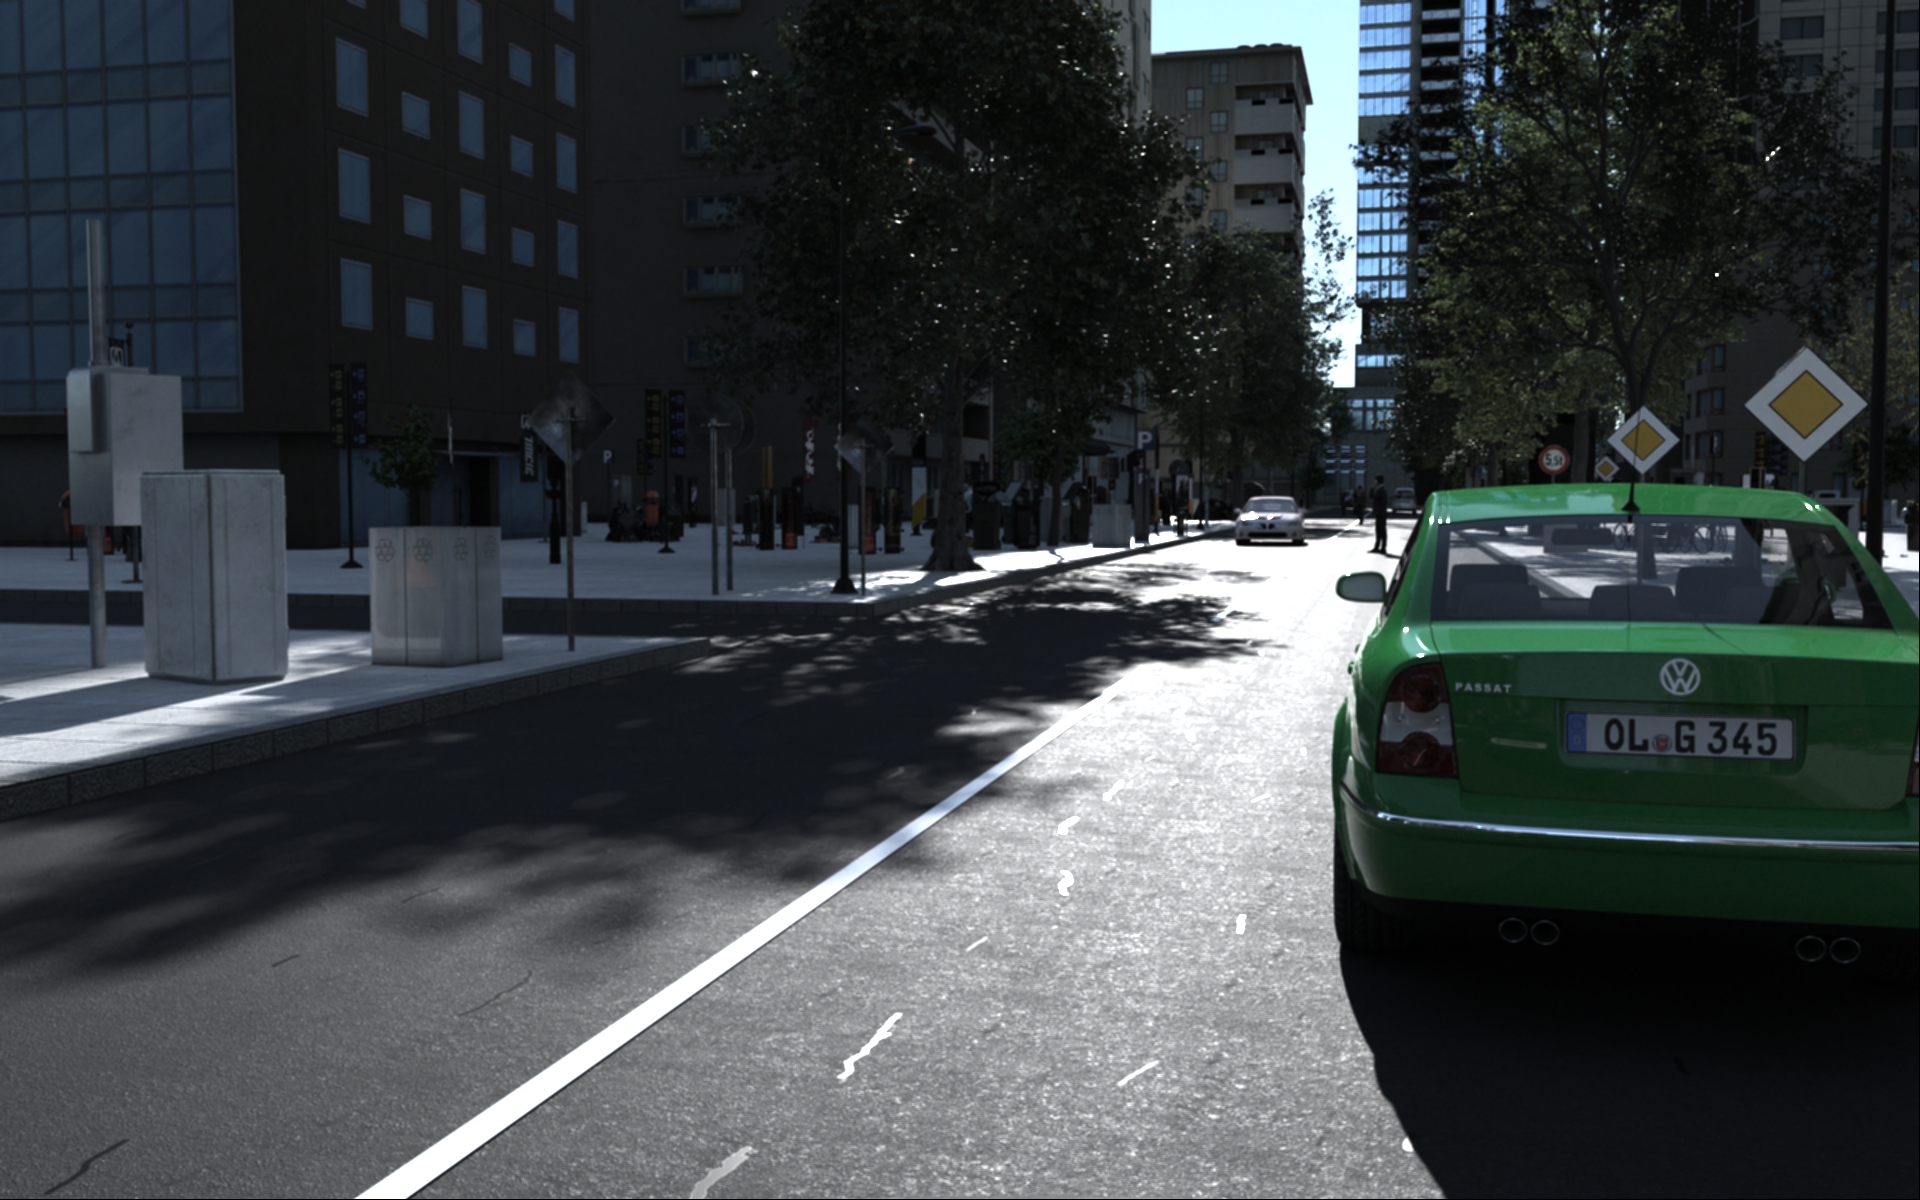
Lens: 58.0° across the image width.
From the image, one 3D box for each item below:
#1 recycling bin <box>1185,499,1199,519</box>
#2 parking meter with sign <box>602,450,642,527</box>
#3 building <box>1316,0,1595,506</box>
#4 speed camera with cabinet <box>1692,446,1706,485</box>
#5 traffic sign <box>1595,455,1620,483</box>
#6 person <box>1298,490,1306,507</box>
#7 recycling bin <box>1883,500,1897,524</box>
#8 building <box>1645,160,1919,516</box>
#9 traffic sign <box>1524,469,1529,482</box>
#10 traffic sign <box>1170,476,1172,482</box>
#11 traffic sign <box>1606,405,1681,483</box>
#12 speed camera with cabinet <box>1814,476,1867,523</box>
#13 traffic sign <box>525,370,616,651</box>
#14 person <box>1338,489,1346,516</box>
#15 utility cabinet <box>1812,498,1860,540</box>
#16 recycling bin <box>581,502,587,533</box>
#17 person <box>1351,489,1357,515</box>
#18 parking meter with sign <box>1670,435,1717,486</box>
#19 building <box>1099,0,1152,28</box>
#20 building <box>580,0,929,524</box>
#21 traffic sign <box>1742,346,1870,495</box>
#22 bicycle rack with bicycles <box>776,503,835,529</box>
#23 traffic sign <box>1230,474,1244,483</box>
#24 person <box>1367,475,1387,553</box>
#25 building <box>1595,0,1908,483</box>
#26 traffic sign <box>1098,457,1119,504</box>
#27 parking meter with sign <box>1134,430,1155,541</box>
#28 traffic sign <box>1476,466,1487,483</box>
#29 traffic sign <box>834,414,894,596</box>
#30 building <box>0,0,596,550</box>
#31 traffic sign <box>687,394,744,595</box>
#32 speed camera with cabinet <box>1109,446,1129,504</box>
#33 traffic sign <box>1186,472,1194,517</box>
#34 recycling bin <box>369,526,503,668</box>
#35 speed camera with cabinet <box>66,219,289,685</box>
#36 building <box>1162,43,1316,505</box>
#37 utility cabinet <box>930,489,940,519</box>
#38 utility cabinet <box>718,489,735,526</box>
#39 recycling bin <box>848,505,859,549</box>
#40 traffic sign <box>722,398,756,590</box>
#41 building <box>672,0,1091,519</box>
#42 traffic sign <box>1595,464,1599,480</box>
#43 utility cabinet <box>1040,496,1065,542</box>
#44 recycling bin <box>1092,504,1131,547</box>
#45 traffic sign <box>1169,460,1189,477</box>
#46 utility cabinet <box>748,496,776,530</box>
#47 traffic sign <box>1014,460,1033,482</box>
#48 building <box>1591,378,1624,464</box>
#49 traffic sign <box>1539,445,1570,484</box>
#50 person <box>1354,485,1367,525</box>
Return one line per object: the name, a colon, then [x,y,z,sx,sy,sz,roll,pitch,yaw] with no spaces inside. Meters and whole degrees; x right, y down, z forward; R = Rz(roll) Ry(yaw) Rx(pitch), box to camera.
recycling bin: [12.052,-4.760,90.384,0.722,1.027,0.722,3,5,41]
parking meter with sign: [-13.420,-4.449,68.999,0.543,3.016,1.738,2,4,32]
building: [56.735,-53.918,194.238,31.000,86.520,22.319,1,4,14]
speed camera with cabinet: [29.918,-4.651,70.379,0.660,3.252,2.038,2,4,27]
traffic sign: [19.195,-3.079,51.525,0.795,2.450,0.064,1,4,16]
person: [34.362,-10.130,174.214,0.705,1.812,1.348,-2,4,-28]
recycling bin: [40.031,-3.815,74.929,0.722,1.027,0.722,-3,5,-43]
building: [60.630,-16.304,111.604,27.650,21.520,28.899,1,4,14]
traffic sign: [28.572,-5.354,87.641,0.768,2.556,0.104,1,4,23]
traffic sign: [11.867,-5.796,94.868,0.768,2.556,0.104,1,4,22]
traffic sign: [7.693,-0.974,19.567,0.795,2.450,0.064,1,4,14]
speed camera with cabinet: [38.933,-5.029,76.563,2.038,3.252,0.660,1,4,18]
traffic sign: [-3.171,-0.639,14.084,0.795,2.450,0.064,1,4,14]
person: [24.868,-6.354,112.830,0.568,1.767,0.683,-1,4,-19]
utility cabinet: [14.227,-1.064,28.558,1.020,1.237,0.306,1,4,13]
recycling bin: [-12.779,-2.723,57.076,0.722,1.027,0.722,2,4,24]
person: [27.369,-6.758,119.507,1.217,1.766,0.721,-3,5,-41]
parking meter with sign: [21.589,-3.392,51.715,1.738,3.016,0.543,2,4,33]
building: [1.404,-34.117,147.046,27.495,52.752,28.713,1,4,14]
building: [-11.105,-28.213,84.988,21.300,48.544,21.600,1,4,14]
traffic sign: [5.740,-0.500,11.824,0.795,2.450,0.064,1,4,14]
bicycle rack with bicycles: [-6.385,-3.429,69.440,2.925,0.926,2.852,0,4,-4]
traffic sign: [14.521,-5.558,90.985,0.768,2.556,0.104,1,4,19]
person: [10.100,-2.081,41.887,0.474,1.900,0.648,1,4,12]
building: [62.373,-42.644,135.473,20.563,71.187,20.611,1,4,14]
traffic sign: [4.097,-2.796,47.850,0.606,2.300,0.079,1,4,20]
parking meter with sign: [5.072,-3.169,48.066,0.543,3.016,1.738,0,4,3]
traffic sign: [23.684,-4.779,78.241,0.768,2.556,0.104,1,4,16]
traffic sign: [-1.218,-1.112,21.827,0.795,2.450,0.064,1,4,14]
building: [-19.536,-24.245,46.510,14.600,45.320,14.200,1,4,14]
traffic sign: [-3.116,-1.338,21.981,0.768,2.556,0.104,1,4,15]
speed camera with cabinet: [6.602,-4.772,72.350,0.660,3.252,2.038,0,4,-4]
traffic sign: [11.728,-5.475,89.620,0.768,2.556,0.104,1,4,17]
recycling bin: [-3.984,-0.039,13.195,0.722,1.027,0.722,1,4,21]
speed camera with cabinet: [-5.595,-1.100,12.318,2.038,3.252,0.660,3,4,38]
building: [29.330,-37.734,206.191,27.495,52.752,28.713,1,4,14]
utility cabinet: [-0.886,-4.398,80.586,0.318,1.500,1.173,3,5,41]
utility cabinet: [-9.411,-3.729,69.654,0.318,1.500,1.173,1,4,15]
recycling bin: [-2.405,-1.728,40.811,0.722,1.027,0.722,0,4,5]
traffic sign: [-3.072,-1.403,23.037,0.768,2.556,0.104,1,4,20]
building: [-3.919,-29.785,110.683,21.300,48.544,21.600,1,4,14]
traffic sign: [25.957,-4.358,71.366,0.768,2.556,0.104,1,4,16]
utility cabinet: [2.606,-2.187,46.916,0.306,1.237,1.020,3,5,44]
recycling bin: [3.732,-1.836,42.568,0.722,1.027,0.722,3,4,38]
traffic sign: [8.055,-3.900,63.875,0.768,2.556,0.104,1,4,19]
utility cabinet: [-7.091,-3.102,61.881,1.020,1.237,0.306,2,4,26]
traffic sign: [1.894,-3.051,52.019,0.606,2.300,0.079,1,4,20]
building: [86.951,-53.494,187.294,31.000,86.520,22.319,1,4,14]
traffic sign: [15.489,-2.759,45.215,0.768,2.556,0.104,1,4,18]
person: [18.763,-4.450,81.164,0.656,1.842,0.836,1,4,21]
